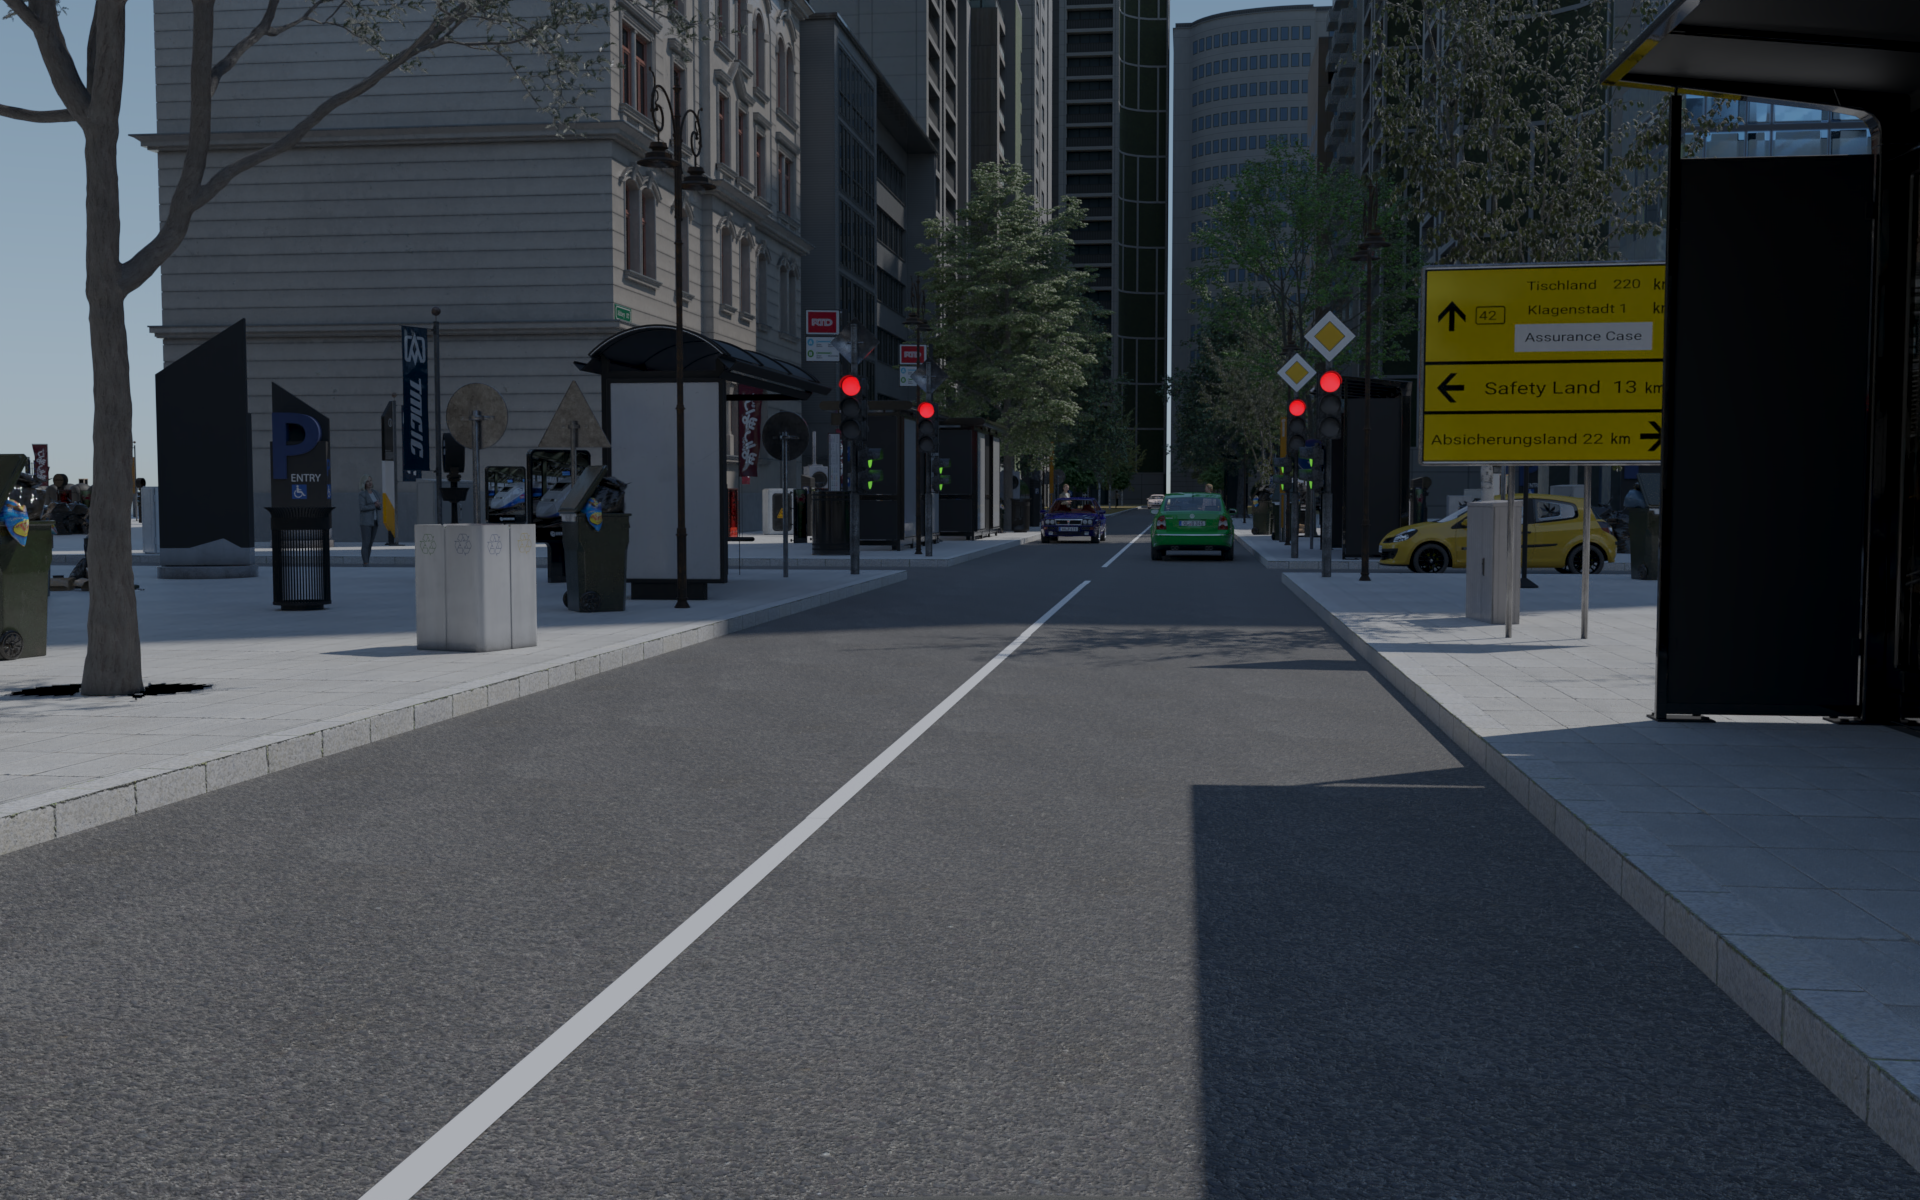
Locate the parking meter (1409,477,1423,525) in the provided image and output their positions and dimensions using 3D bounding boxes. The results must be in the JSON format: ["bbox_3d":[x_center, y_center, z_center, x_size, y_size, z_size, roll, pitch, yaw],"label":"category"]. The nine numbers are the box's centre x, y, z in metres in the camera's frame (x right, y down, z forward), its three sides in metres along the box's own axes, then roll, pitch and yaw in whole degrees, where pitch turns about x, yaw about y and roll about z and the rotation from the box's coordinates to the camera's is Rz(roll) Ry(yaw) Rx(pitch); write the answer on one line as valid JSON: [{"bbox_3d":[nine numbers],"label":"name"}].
[{"bbox_3d":[15.684,-3.294,59.575,0.399,1.863,0.255,-1,4,-9],"label":"parking meter"}]

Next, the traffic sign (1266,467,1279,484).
[{"bbox_3d":[14.115,-4.757,77.883,0.768,2.556,0.104,1,4,17],"label":"traffic sign"}]

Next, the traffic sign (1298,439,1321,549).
[{"bbox_3d":[8.190,-2.456,40.269,0.768,2.556,0.104,1,4,12],"label":"traffic sign"}]

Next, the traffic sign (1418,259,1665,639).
[{"bbox_3d":[5.217,-1.311,15.304,2.265,3.308,0.079,1,4,11],"label":"traffic sign"}]

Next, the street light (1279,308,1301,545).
[{"bbox_3d":[8.202,-4.305,43.180,0.468,5.910,1.993,0,4,7],"label":"street light"}]

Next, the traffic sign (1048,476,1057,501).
[{"bbox_3d":[5.216,-5.817,95.207,0.768,2.556,0.104,1,4,17],"label":"traffic sign"}]

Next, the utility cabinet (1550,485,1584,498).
[{"bbox_3d":[14.375,-1.981,41.070,0.318,1.500,1.173,0,4,-7],"label":"utility cabinet"}]

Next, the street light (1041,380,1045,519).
[{"bbox_3d":[3.371,-5.939,69.891,0.468,5.910,1.993,0,4,7],"label":"street light"}]

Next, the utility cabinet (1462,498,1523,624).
[{"bbox_3d":[5.382,-0.389,17.517,0.306,1.237,1.020,0,4,2],"label":"utility cabinet"}]

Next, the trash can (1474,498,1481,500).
[{"bbox_3d":[18.532,-3.030,61.197,0.748,1.137,0.748,0,3,0],"label":"trash can"}]

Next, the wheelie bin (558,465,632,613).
[{"bbox_3d":[-4.003,-0.682,19.052,0.693,1.594,0.980,-2,4,-30],"label":"wheelie bin"}]

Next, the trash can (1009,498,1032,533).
[{"bbox_3d":[2.013,-2.817,57.705,0.748,1.137,0.748,0,3,0],"label":"trash can"}]

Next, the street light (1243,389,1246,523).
[{"bbox_3d":[12.498,-6.308,75.921,0.468,5.910,1.993,0,4,7],"label":"street light"}]

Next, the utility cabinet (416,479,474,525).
[{"bbox_3d":[-7.464,-1.016,25.284,0.318,1.500,1.173,1,4,14],"label":"utility cabinet"}]

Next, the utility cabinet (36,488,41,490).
[{"bbox_3d":[-36.600,-3.631,68.043,1.173,1.500,0.318,2,4,30],"label":"utility cabinet"}]

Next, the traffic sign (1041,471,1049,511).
[{"bbox_3d":[4.854,-5.857,95.761,0.884,2.594,0.081,1,4,9],"label":"traffic sign"}]

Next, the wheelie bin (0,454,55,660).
[{"bbox_3d":[-7.585,-0.347,13.579,0.980,1.594,0.693,1,4,16],"label":"wheelie bin"}]

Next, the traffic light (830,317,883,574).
[{"bbox_3d":[-1.661,-2.364,27.569,0.839,4.253,0.868,0,4,7],"label":"traffic light"}]

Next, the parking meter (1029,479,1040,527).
[{"bbox_3d":[2.930,-3.798,67.800,0.399,1.863,0.255,-3,5,-44],"label":"parking meter"}]

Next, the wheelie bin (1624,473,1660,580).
[{"bbox_3d":[10.419,-1.106,25.999,0.980,1.594,0.693,0,4,-7],"label":"wheelie bin"}]

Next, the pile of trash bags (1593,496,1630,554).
[{"bbox_3d":[14.448,-1.728,38.001,3.447,1.369,1.912,1,4,9],"label":"pile of trash bags"}]

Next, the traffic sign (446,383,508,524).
[{"bbox_3d":[-5.536,-1.206,19.832,0.768,2.556,0.104,1,4,11],"label":"traffic sign"}]

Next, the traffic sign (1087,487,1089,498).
[{"bbox_3d":[7.018,-5.802,94.972,0.768,2.556,0.104,1,4,14],"label":"traffic sign"}]

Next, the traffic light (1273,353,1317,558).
[{"bbox_3d":[6.678,-2.791,34.549,0.839,4.253,0.868,0,4,7],"label":"traffic light"}]

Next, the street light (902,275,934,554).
[{"bbox_3d":[-0.883,-3.910,36.717,0.468,5.910,1.993,0,4,7],"label":"street light"}]

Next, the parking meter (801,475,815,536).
[{"bbox_3d":[-4.613,-2.874,52.702,0.399,1.863,0.255,2,4,27],"label":"parking meter"}]

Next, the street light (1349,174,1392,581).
[{"bbox_3d":[5.989,-3.220,25.437,0.468,5.910,1.993,0,4,7],"label":"street light"}]

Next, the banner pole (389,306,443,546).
[{"bbox_3d":[-7.091,-2.017,22.988,0.401,3.779,0.863,2,4,27],"label":"banner pole"}]

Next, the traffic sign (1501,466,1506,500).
[{"bbox_3d":[6.994,-1.235,22.317,0.606,2.300,0.079,1,4,12],"label":"traffic sign"}]

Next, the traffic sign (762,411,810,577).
[{"bbox_3d":[-2.686,-1.622,26.620,0.768,2.556,0.104,1,4,12],"label":"traffic sign"}]

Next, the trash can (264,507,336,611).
[{"bbox_3d":[-7.306,-0.462,19.208,0.748,1.137,0.748,0,3,0],"label":"trash can"}]

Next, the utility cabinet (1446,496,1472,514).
[{"bbox_3d":[21.333,-3.844,74.007,1.020,1.237,0.306,0,4,-3],"label":"utility cabinet"}]

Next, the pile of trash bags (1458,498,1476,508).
[{"bbox_3d":[16.301,-2.546,51.385,3.447,1.369,1.912,2,4,26],"label":"pile of trash bags"}]

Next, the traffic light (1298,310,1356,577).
[{"bbox_3d":[5.640,-2.306,26.631,0.839,4.253,0.868,0,4,7],"label":"traffic light"}]

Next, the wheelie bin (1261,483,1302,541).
[{"bbox_3d":[8.993,-2.440,47.807,0.980,1.594,0.693,3,4,37],"label":"wheelie bin"}]

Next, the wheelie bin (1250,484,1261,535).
[{"bbox_3d":[9.587,-2.851,54.525,0.693,1.594,0.980,2,4,33],"label":"wheelie bin"}]

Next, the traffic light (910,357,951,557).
[{"bbox_3d":[-0.623,-2.848,35.487,0.839,4.253,0.868,0,4,7],"label":"traffic light"}]

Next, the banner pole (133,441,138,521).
[{"bbox_3d":[-39.018,-5.593,81.457,0.863,3.779,0.401,-3,5,-40],"label":"banner pole"}]

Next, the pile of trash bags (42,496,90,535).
[{"bbox_3d":[-28.768,-2.729,54.380,3.447,1.369,1.912,-3,5,-43],"label":"pile of trash bags"}]

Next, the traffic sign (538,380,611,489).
[{"bbox_3d":[-4.420,-1.213,19.840,0.884,2.594,0.081,1,4,11],"label":"traffic sign"}]

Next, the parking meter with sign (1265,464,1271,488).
[{"bbox_3d":[18.252,-6.439,101.541,0.543,3.016,1.738,1,4,21],"label":"parking meter with sign"}]

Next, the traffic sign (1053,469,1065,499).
[{"bbox_3d":[5.012,-5.423,88.770,0.768,2.556,0.104,1,4,12],"label":"traffic sign"}]

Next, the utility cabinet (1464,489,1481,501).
[{"bbox_3d":[22.680,-4.106,75.816,1.173,1.500,0.318,2,4,29],"label":"utility cabinet"}]

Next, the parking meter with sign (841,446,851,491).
[{"bbox_3d":[-4.172,-4.047,62.437,0.543,3.016,1.738,-1,4,-8],"label":"parking meter with sign"}]

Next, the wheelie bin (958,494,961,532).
[{"bbox_3d":[0.327,-3.129,59.068,0.980,1.594,0.693,-3,5,-41],"label":"wheelie bin"}]
